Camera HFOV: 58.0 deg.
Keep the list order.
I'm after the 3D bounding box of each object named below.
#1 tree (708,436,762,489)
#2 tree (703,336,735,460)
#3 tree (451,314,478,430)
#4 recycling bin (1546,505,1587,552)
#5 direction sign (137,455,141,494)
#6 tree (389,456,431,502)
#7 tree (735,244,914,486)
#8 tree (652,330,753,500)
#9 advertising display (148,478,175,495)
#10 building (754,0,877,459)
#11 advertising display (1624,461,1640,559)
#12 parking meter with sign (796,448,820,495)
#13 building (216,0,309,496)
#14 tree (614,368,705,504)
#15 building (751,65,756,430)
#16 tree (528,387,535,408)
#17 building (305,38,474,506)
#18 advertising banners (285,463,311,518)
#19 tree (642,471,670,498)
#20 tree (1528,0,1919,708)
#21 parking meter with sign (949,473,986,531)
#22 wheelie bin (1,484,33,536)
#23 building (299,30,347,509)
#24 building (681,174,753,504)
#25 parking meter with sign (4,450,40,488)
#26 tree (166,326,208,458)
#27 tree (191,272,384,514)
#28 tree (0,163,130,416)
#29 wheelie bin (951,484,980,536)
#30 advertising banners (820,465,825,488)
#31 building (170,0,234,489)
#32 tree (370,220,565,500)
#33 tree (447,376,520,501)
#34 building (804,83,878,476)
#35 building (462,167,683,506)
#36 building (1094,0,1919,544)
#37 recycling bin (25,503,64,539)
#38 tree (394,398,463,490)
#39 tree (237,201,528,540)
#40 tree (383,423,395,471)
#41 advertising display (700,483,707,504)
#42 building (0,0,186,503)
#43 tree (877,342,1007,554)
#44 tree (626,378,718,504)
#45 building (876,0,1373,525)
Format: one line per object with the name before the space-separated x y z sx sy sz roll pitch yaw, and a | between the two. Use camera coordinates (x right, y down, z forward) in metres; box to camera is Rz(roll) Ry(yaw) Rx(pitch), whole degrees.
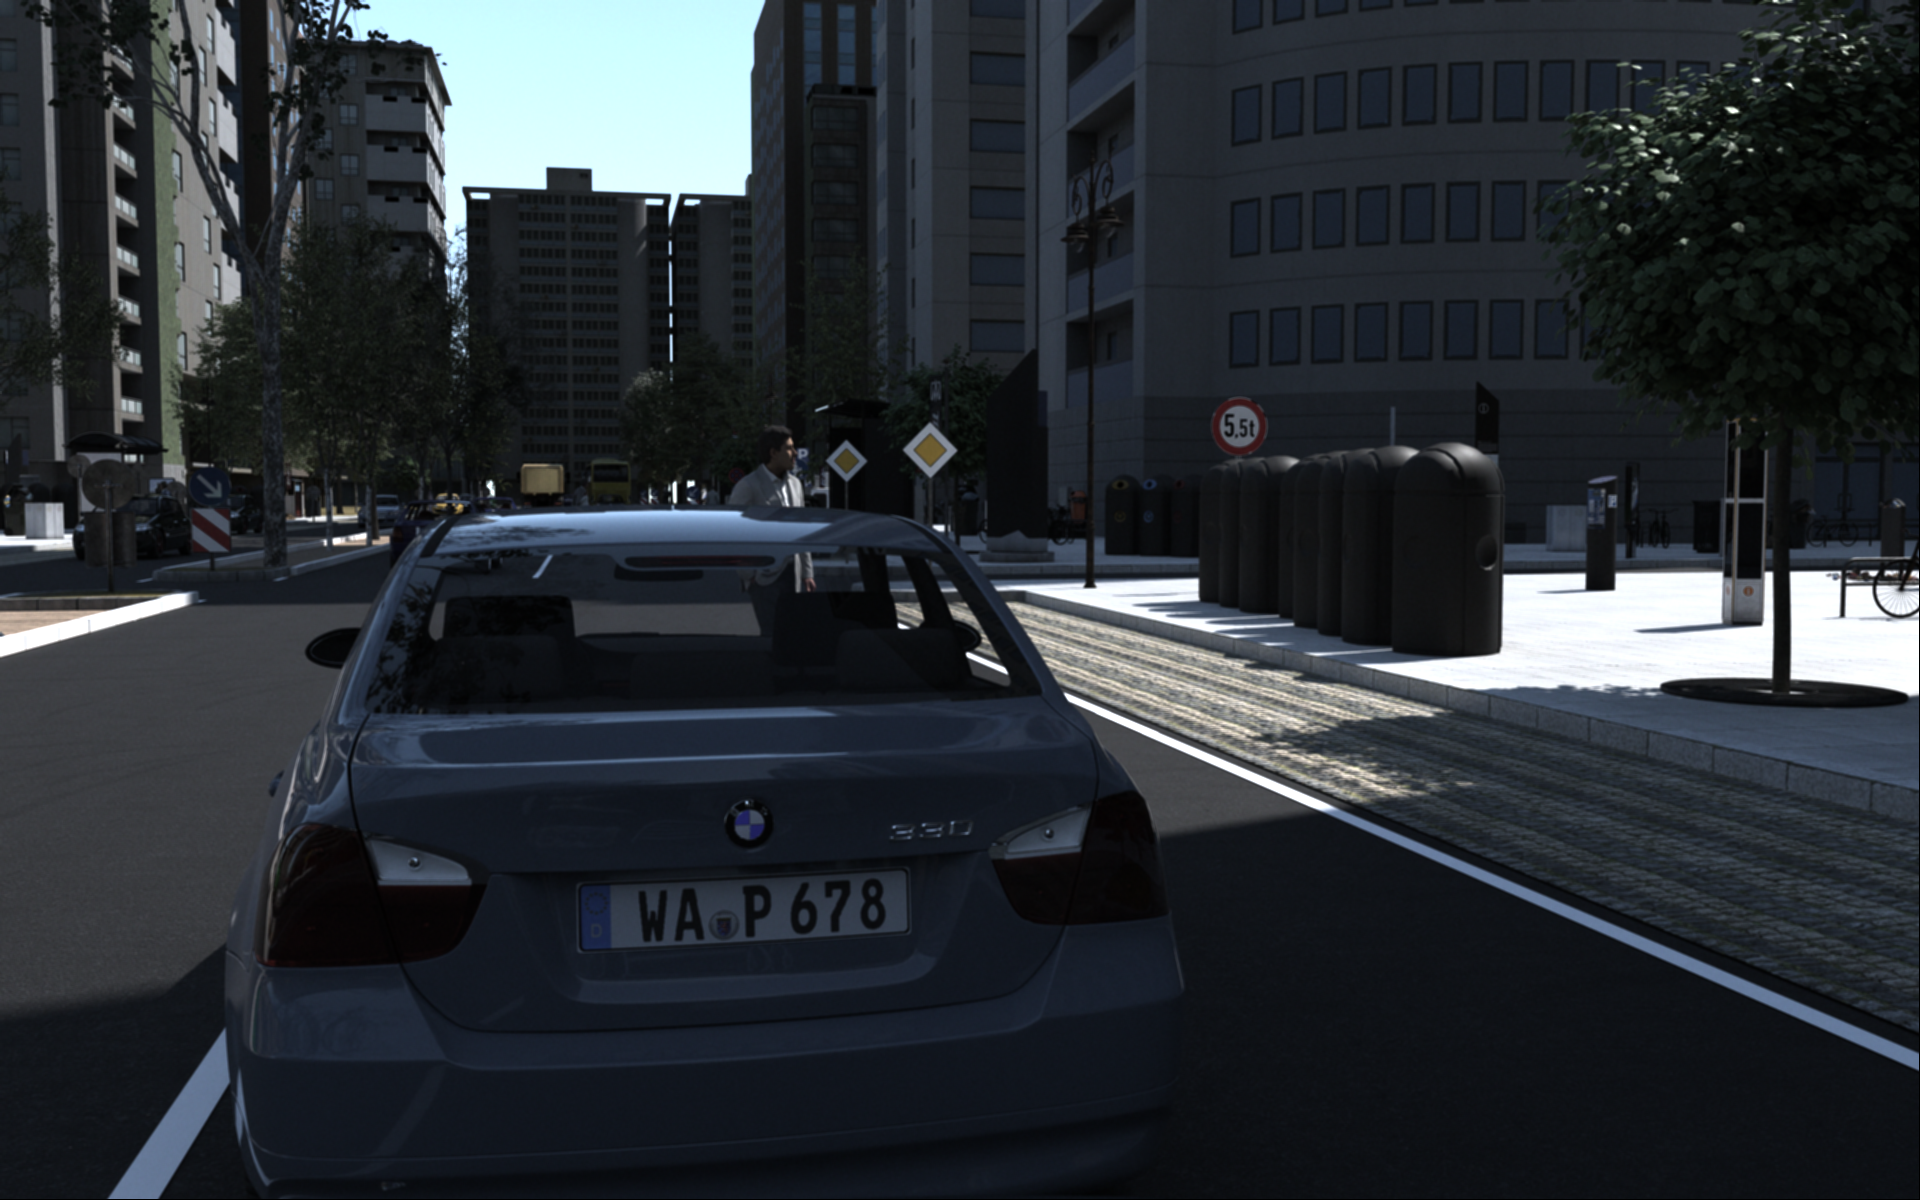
tree | -11.175 -6.422 88.714 4.285 4.588 4.351 0 3 0
tree | -9.427 -7.873 79.083 4.737 8.622 4.395 0 3 0
tree | -19.144 -6.636 61.315 4.360 8.622 3.978 0 3 0
recycling bin | 13.531 -1.597 38.659 0.722 1.027 0.722 0 4 6
direction sign | -38.591 -5.470 81.432 0.379 3.537 0.876 -2 4 -34
tree | -45.743 -9.784 143.684 4.285 4.588 4.351 0 3 0
tree | -3.529 -6.214 51.953 4.737 8.622 4.395 0 3 0
tree | -17.838 -12.358 120.188 7.486 12.596 7.792 0 3 0
advertising display | -31.536 -3.869 68.469 0.974 1.923 0.123 -1 4 -14
building | -10.626 -30.818 153.978 14.600 45.320 14.200 -1 4 -12
advertising display | 13.444 -1.801 34.660 0.123 1.923 0.974 2 4 30
parking meter with sign | -5.647 -4.276 66.169 0.543 3.016 1.738 1 4 19
building | -58.455 -29.466 131.886 14.600 45.320 14.200 -1 4 -12
tree | -30.021 -16.305 173.241 9.857 13.997 8.962 0 3 0
building | -13.301 -29.636 168.144 14.154 41.232 14.086 -1 4 -12
tree | -20.745 -7.966 67.120 8.767 10.594 7.601 -1 4 -12
building | -71.730 -37.443 201.438 27.495 52.752 28.713 -1 4 -12
advertising banners | -36.245 -6.036 94.879 2.074 3.025 0.090 2 4 28
tree | -31.826 -12.126 181.967 4.285 4.588 4.351 0 3 0
tree | 5.342 -1.667 10.971 4.285 4.588 4.351 0 3 0
parking meter with sign | 0.511 -3.871 59.559 1.738 3.016 0.543 0 4 -7
wheelie bin | -28.966 -2.775 53.283 0.693 1.594 0.980 0 4 -2
building | -70.817 -30.417 151.937 28.867 44.769 22.147 -1 4 -12
building | -23.325 -31.890 213.289 23.993 40.220 32.217 -1 4 -12
parking meter with sign | -37.213 -4.468 69.310 1.738 3.016 0.543 -2 4 -24
tree | -31.579 -7.561 73.978 4.737 8.622 4.395 0 3 0
tree | -35.149 -10.389 87.987 7.486 12.596 7.792 0 3 0
tree | -25.890 -6.797 45.548 8.767 10.594 7.601 0 4 -5
wheelie bin | 0.172 -2.784 53.419 0.980 1.594 0.693 3 5 41
advertising banners | -8.693 -6.431 101.329 2.074 3.025 0.090 1 4 14
building | -62.028 -31.809 109.320 28.713 52.752 27.495 -1 4 -12
tree | -22.782 -10.044 77.049 12.009 13.543 11.850 0 3 0
tree | -25.301 -8.472 91.344 4.737 8.622 4.395 0 3 0
building | -4.566 -21.715 126.748 14.160 30.474 14.107 -1 4 -12
building | -46.903 -31.617 208.823 23.993 40.220 32.217 -1 4 -12
building | 17.812 -31.274 53.336 28.212 58.520 21.231 -1 4 -12
recycling bin | -26.099 -2.252 49.372 0.722 1.027 0.722 1 4 16
tree | -52.312 -14.996 170.939 9.928 11.665 9.643 0 3 0
tree | -18.235 -7.156 53.875 8.767 10.594 7.601 -1 4 -12
tree | -40.399 -11.808 111.192 7.486 12.596 7.792 0 3 0
advertising display | -15.365 -6.020 103.643 0.123 1.923 0.974 1 4 10
building | -48.657 -24.696 87.380 14.154 41.232 14.086 -1 4 -12
tree | -0.081 -3.295 37.591 4.285 4.588 4.351 0 3 0
tree | -24.903 -13.730 150.236 9.928 11.665 9.643 0 3 0
building | 6.074 -33.704 93.058 21.231 58.520 28.212 -1 4 -12
